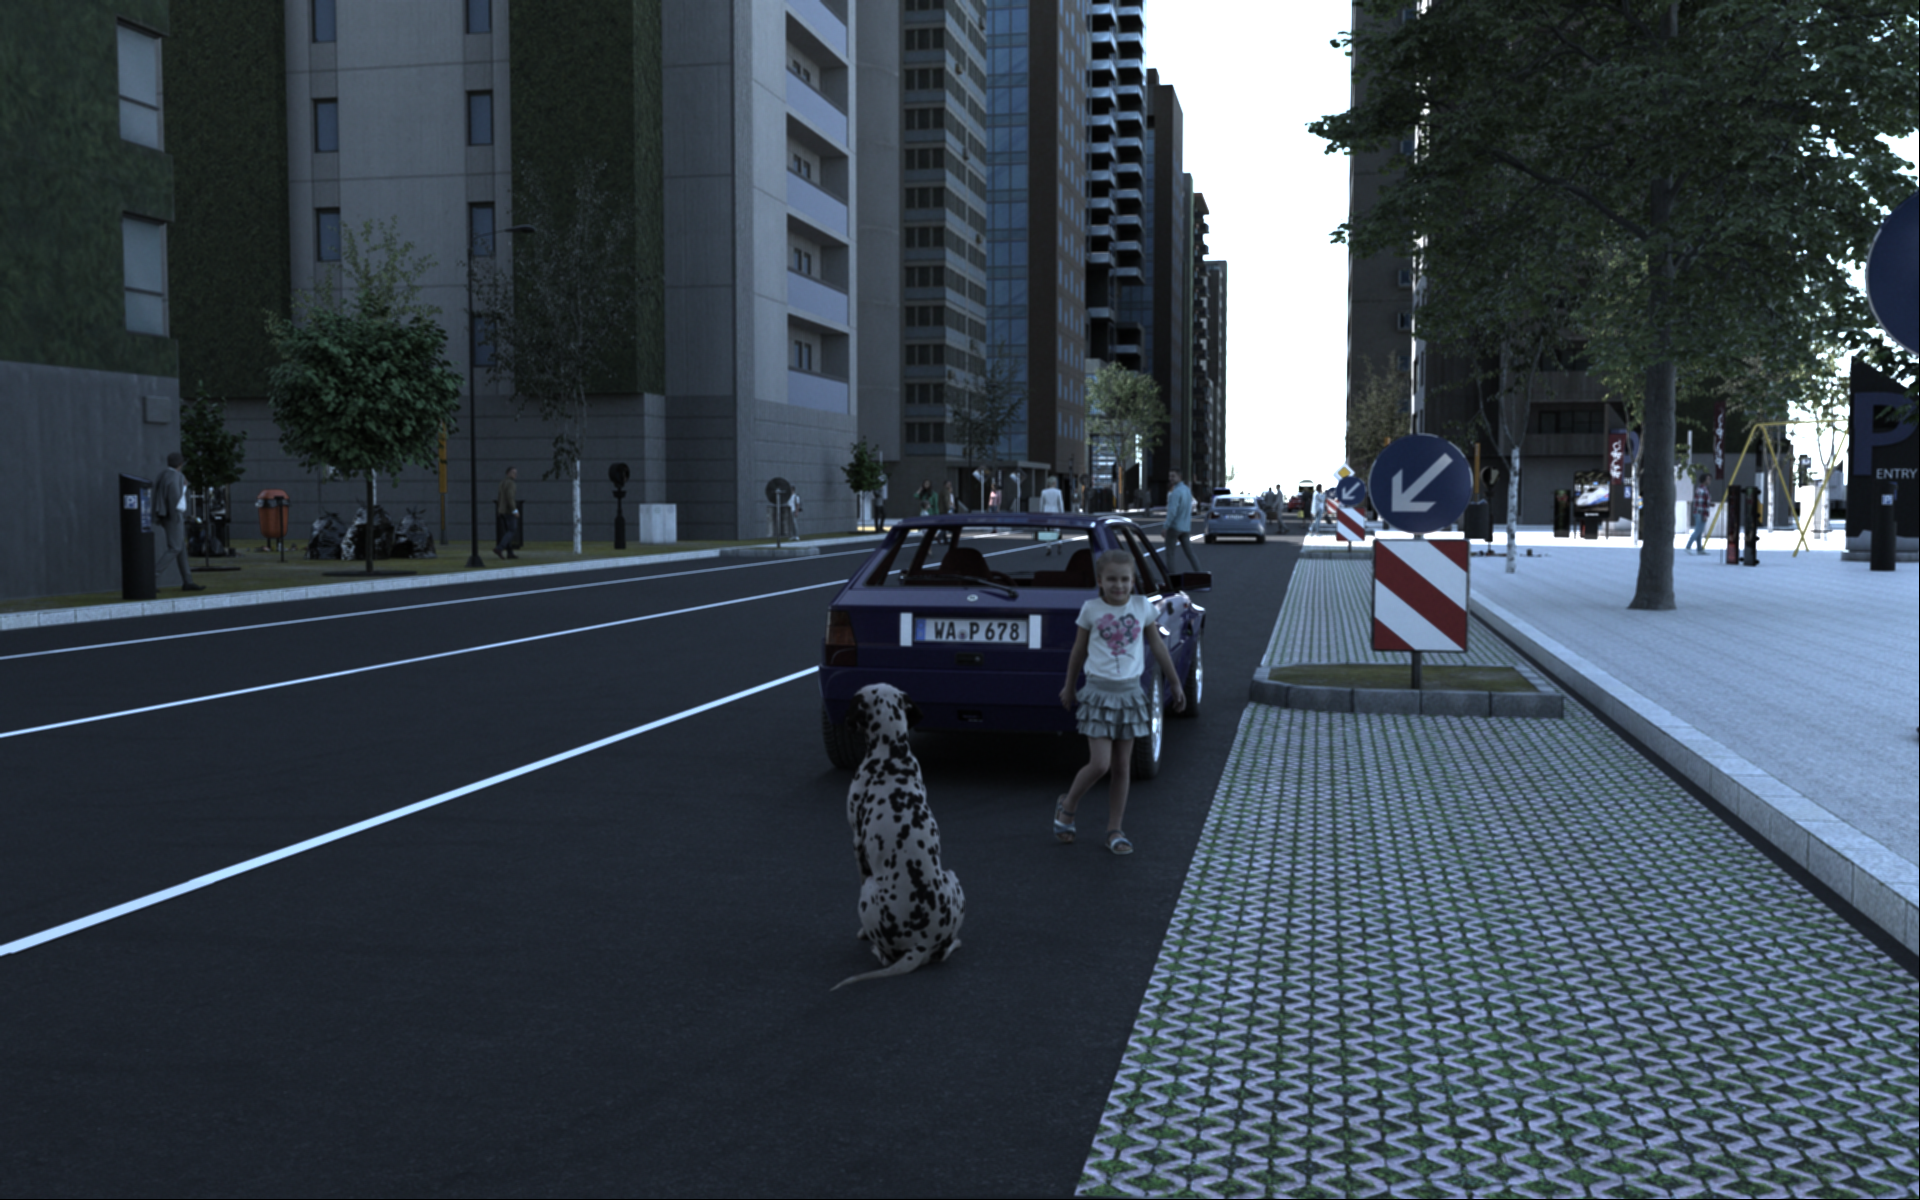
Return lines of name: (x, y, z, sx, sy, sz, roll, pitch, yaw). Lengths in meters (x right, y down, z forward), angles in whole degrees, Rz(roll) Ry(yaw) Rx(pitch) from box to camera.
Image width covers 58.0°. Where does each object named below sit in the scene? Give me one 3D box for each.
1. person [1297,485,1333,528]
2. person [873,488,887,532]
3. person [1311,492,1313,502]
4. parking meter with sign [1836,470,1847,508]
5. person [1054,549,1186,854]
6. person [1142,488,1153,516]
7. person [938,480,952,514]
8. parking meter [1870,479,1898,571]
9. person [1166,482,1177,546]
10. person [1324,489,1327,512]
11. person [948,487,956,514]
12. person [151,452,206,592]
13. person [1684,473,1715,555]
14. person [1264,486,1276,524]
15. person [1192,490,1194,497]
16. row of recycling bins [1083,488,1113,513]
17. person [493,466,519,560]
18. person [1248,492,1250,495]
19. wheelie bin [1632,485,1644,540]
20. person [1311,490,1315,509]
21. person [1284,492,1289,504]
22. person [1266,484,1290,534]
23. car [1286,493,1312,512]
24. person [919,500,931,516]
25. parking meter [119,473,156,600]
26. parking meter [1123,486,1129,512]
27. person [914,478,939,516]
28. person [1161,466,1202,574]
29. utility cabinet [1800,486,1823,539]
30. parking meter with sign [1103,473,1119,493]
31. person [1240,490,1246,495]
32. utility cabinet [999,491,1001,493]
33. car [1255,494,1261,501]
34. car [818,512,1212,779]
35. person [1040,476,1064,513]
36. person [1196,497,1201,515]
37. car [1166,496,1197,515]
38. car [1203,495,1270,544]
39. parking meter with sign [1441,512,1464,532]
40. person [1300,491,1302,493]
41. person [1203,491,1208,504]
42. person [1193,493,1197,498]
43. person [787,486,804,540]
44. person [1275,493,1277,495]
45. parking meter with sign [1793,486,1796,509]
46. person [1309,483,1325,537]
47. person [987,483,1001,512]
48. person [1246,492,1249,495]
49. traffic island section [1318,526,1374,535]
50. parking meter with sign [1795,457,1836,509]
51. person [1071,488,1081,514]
person: (15.140, -3.977, 73.744, 1.509, 1.804, 0.699, 1, 4, 10)
person: (-2.726, -3.231, 59.056, 0.473, 1.802, 0.592, 2, 4, 29)
person: (53.803, -15.650, 264.451, 1.350, 1.814, 0.705, 0, 4, 5)
parking meter with sign: (59.447, -7.400, 117.253, 0.543, 3.016, 1.738, 0, 4, -3)
person: (0.651, 0.396, 7.044, 0.505, 1.210, 0.382, -1, 4, -9)
person: (12.134, -6.292, 111.488, 0.853, 1.813, 0.709, -1, 4, -17)
person: (-0.429, -2.472, 48.832, 0.656, 1.842, 0.836, 2, 4, 34)
parking meter: (15.473, -1.259, 28.997, 0.372, 1.533, 0.369, 0, 3, 0)
person: (5.908, -2.360, 47.653, 0.524, 1.755, 0.480, 0, 4, -2)
person: (28.697, -7.792, 135.781, 0.818, 1.842, 0.514, -2, 4, -34)
person: (-0.439, -3.592, 67.905, 0.731, 1.740, 0.598, 3, 5, 40)
person: (-10.326, -1.014, 22.731, 0.850, 1.850, 0.679, -3, 5, -42)
person: (15.624, -1.817, 36.587, 0.643, 1.720, 0.563, 1, 4, 15)
person: (14.870, -4.561, 83.276, 0.606, 1.804, 0.583, 0, 4, -7)
person: (26.818, -11.827, 200.140, 0.721, 1.735, 1.217, 1, 4, 17)
row of recycling bins: (9.593, -6.941, 120.599, 1.069, 1.692, 3.534, 2, 4, 32)
person: (-8.904, -1.723, 34.121, 0.656, 1.842, 0.836, 1, 4, 21)
person: (49.453, -17.603, 296.171, 0.709, 1.838, 0.599, 1, 4, 14)
wheelie bin: (19.105, -2.470, 48.288, 0.693, 1.594, 0.980, 2, 4, 23)
person: (33.993, -9.663, 166.518, 1.348, 1.821, 0.705, -2, 4, -31)
person: (45.704, -14.322, 243.377, 0.721, 1.735, 1.217, -3, 5, -41)
person: (11.500, -3.296, 62.509, 0.853, 1.813, 0.709, 1, 4, 14)
car: (26.767, -7.789, 136.396, 2.155, 1.783, 4.494, 1, 4, 12)
person: (-0.748, -1.584, 38.672, 0.394, 1.301, 0.425, -1, 4, -22)
parking meter: (-10.033, -0.778, 21.128, 0.372, 1.533, 0.369, 0, 3, 0)
parking meter: (12.216, -7.448, 127.490, 0.255, 1.863, 0.399, 2, 4, 34)
person: (-0.735, -1.914, 40.044, 0.600, 1.795, 0.529, 1, 4, 14)
person: (3.279, -1.061, 25.702, 0.638, 1.841, 0.748, -3, 5, -43)
utility cabinet: (24.279, -2.484, 49.285, 0.318, 1.500, 1.173, 1, 4, 9)
parking meter with sign: (12.300, -9.053, 144.275, 1.738, 3.016, 0.543, 1, 4, 23)
person: (20.662, -7.182, 126.480, 0.519, 1.759, 0.362, 1, 4, 21)
utility cabinet: (1.986, -6.043, 107.481, 1.173, 1.500, 0.318, 3, 5, 42)
car: (46.252, -15.791, 267.777, 1.945, 1.707, 3.694, 1, 4, 12)
car: (0.463, 0.146, 10.192, 1.945, 1.354, 3.894, 1, 4, 13)
person: (2.152, -1.946, 40.197, 0.514, 1.842, 0.818, -1, 4, -12)
person: (16.342, -6.453, 118.669, 0.373, 1.253, 0.362, 0, 4, -5)
car: (15.541, -6.654, 121.150, 2.083, 1.381, 4.827, 1, 4, 13)
car: (8.208, -2.418, 51.544, 2.014, 1.417, 4.499, 1, 4, 11)
parking meter with sign: (16.562, -3.864, 59.437, 1.738, 3.016, 0.543, 1, 4, 16)
person: (30.244, -8.806, 153.153, 0.721, 1.739, 1.217, 3, 5, 41)
person: (33.055, -13.786, 232.169, 1.217, 1.735, 0.721, -2, 4, -33)
person: (28.530, -12.511, 211.133, 0.750, 1.759, 0.617, -2, 4, -27)
person: (-4.621, -2.425, 48.283, 0.503, 1.515, 0.523, 1, 4, 10)
person: (36.742, -11.747, 200.589, 1.348, 1.821, 0.705, 3, 4, 38)
parking meter with sign: (49.297, -6.525, 102.940, 1.738, 3.016, 0.543, -1, 4, -17)
person: (11.873, -2.987, 57.605, 0.793, 1.790, 0.793, -3, 4, -37)
person: (1.204, -3.272, 62.015, 0.555, 1.821, 0.388, 2, 4, 30)
person: (42.747, -15.207, 257.810, 1.217, 1.739, 0.721, 1, 4, 16)
traffic island section: (13.972, -2.485, 62.911, 2.009, 0.180, 2.903, 1, 4, 12)
parking meter with sign: (39.890, -5.167, 80.740, 0.543, 3.016, 1.738, 0, 4, -8)
person: (5.920, -4.867, 88.618, 0.519, 1.759, 0.362, 0, 4, 5)
